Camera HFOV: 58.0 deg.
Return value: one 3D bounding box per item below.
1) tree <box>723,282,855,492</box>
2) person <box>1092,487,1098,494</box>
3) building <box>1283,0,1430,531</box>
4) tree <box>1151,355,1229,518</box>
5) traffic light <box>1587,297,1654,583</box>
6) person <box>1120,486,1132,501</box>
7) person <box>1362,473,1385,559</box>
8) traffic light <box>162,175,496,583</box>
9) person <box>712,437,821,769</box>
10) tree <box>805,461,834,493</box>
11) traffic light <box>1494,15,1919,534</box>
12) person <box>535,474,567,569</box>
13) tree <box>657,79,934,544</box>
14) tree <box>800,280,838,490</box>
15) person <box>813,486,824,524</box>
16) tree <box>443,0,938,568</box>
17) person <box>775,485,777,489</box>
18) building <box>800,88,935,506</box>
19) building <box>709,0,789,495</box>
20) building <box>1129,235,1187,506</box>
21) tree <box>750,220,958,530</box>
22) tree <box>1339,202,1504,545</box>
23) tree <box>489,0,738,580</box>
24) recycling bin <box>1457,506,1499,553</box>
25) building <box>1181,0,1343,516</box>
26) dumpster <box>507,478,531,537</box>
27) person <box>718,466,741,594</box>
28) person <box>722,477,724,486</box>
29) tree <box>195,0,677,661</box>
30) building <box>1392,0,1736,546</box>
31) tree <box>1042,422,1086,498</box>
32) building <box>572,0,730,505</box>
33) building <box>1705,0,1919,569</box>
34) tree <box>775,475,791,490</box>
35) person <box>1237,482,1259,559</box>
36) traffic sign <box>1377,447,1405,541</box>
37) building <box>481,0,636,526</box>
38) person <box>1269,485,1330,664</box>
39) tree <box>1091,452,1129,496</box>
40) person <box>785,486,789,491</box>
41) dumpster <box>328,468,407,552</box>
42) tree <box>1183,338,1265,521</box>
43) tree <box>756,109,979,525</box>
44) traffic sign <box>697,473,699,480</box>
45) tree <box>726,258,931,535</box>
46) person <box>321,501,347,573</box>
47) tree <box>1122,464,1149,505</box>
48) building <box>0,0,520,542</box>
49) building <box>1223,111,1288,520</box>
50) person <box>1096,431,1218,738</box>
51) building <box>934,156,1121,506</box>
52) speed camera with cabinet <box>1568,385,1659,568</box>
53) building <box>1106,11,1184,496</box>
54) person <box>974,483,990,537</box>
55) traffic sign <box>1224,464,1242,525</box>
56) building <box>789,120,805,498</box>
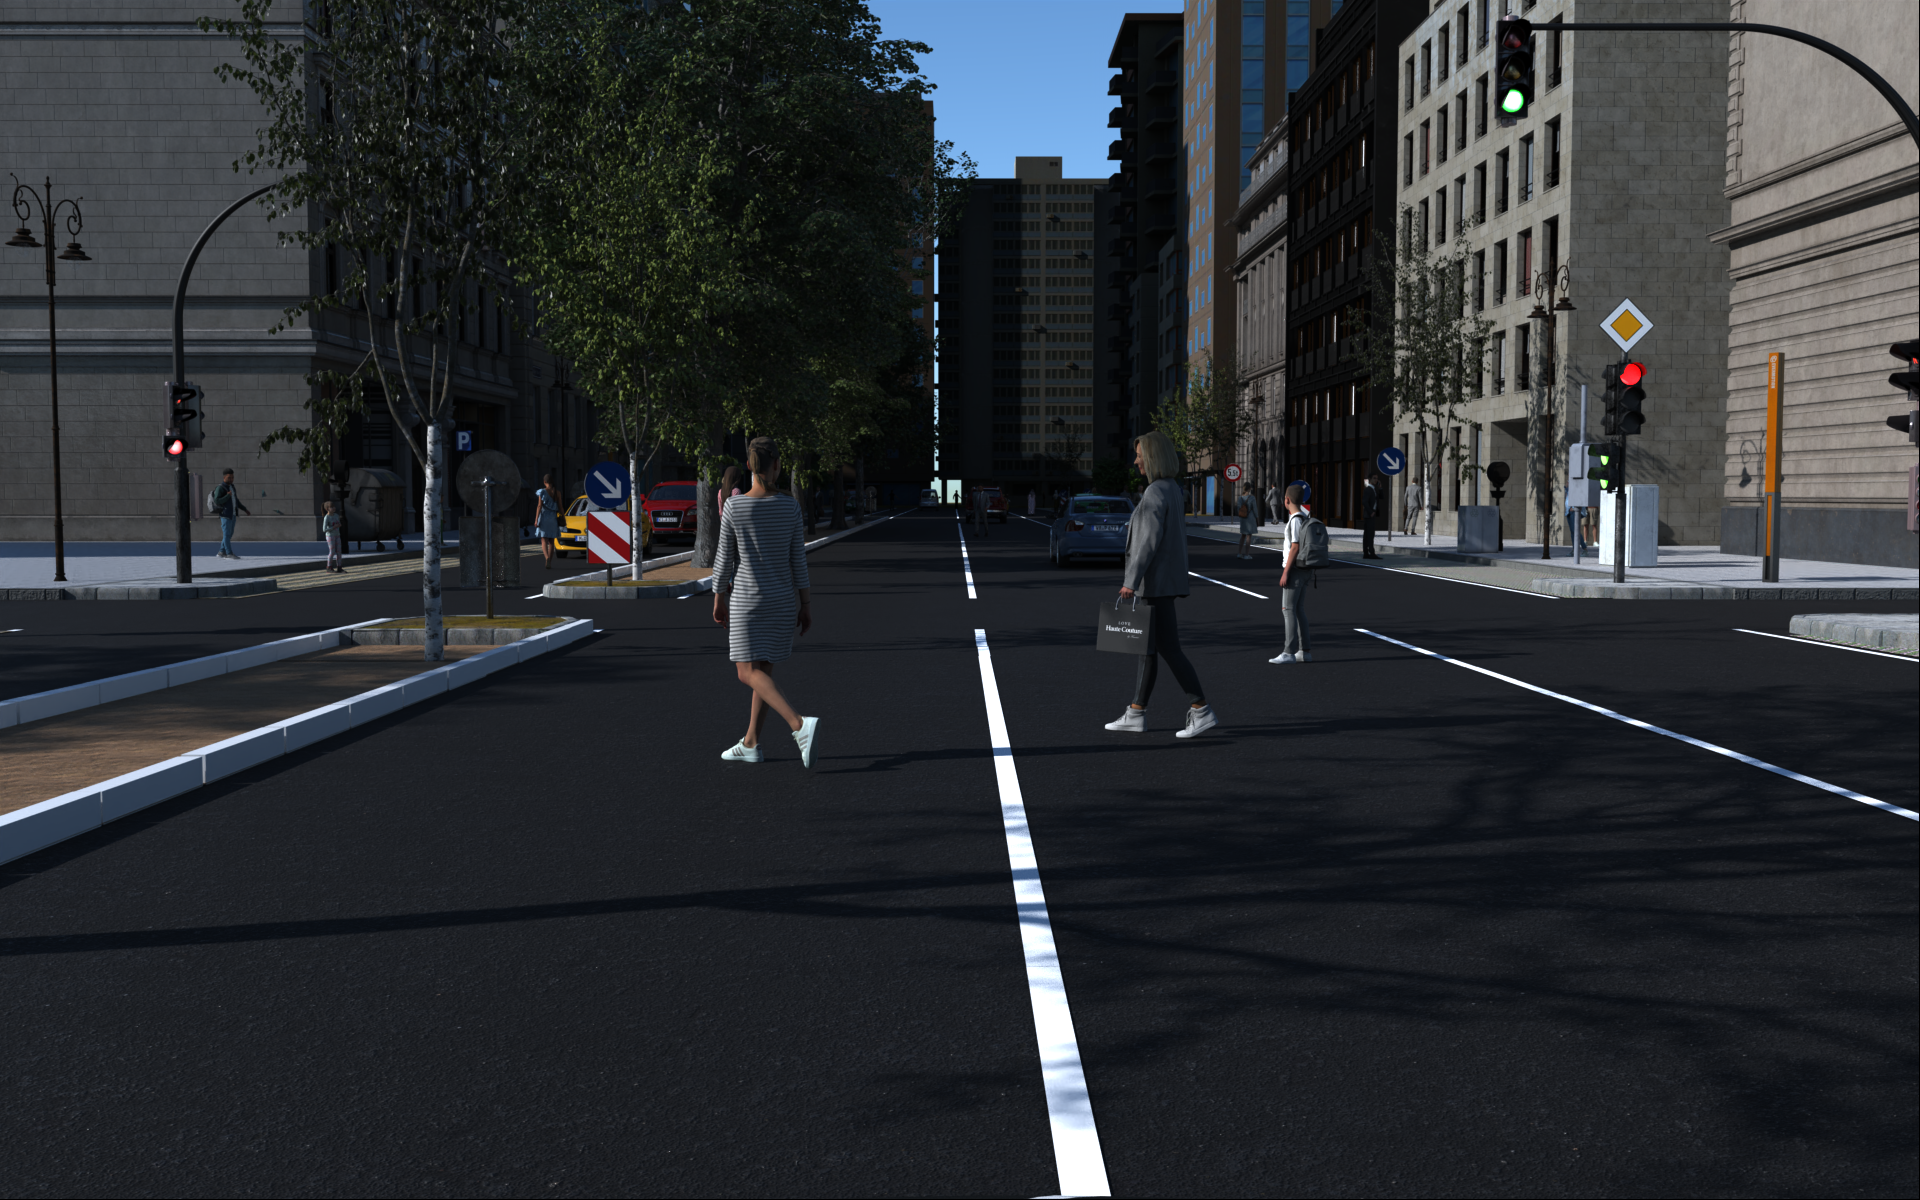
[{"bbox_3d":[-5.038,-6.191,54.047,4.360,8.622,3.978,0,3,0],"label":"tree"},{"bbox_3d":[7.387,-5.252,94.555,0.709,1.800,0.728,0,4,-1],"label":"person"},{"bbox_3d":[20.359,-14.536,67.350,12.332,23.373,15.834,0,4,0],"label":"building"},{"bbox_3d":[12.475,-8.683,92.327,4.737,8.622,4.395,0,3,0],"label":"tree"},{"bbox_3d":[9.507,-2.202,24.917,0.839,4.253,0.868,0,4,0],"label":"traffic light"},{"bbox_3d":[6.956,-3.907,72.647,0.520,1.790,0.573,1,4,11],"label":"person"},{"bbox_3d":[9.075,-1.844,38.004,0.474,1.900,0.648,1,4,16],"label":"person"},{"bbox_3d":[-9.063,-3.070,24.866,4.771,5.953,1.251,0,4,0],"label":"traffic light"},{"bbox_3d":[-0.991,0.009,9.103,0.760,1.731,0.466,3,4,36],"label":"person"},{"bbox_3d":[-13.795,-11.225,167.245,4.285,4.588,4.351,0,3,0],"label":"tree"},{"bbox_3d":[7.445,-2.576,16.782,4.771,5.953,1.251,0,4,0],"label":"traffic light"},{"bbox_3d":[-7.797,-1.493,33.004,0.616,1.811,0.778,-1,4,-19],"label":"person"},{"bbox_3d":[-4.604,-7.788,47.917,7.486,12.596,7.792,0,3,0],"label":"tree"},{"bbox_3d":[-4.907,-5.429,41.583,4.737,8.622,4.395,0,3,0],"label":"tree"},{"bbox_3d":[-6.740,-4.515,82.280,0.622,1.834,0.822,1,4,14],"label":"person"},{"bbox_3d":[-4.888,-7.595,33.285,9.857,13.997,8.962,0,3,0],"label":"tree"},{"bbox_3d":[-8.628,-4.449,81.050,0.447,1.846,0.655,-1,4,-20],"label":"person"},{"bbox_3d":[-10.005,-33.227,193.369,14.200,45.320,14.600,0,4,0],"label":"building"},{"bbox_3d":[-27.343,-44.213,161.133,20.611,71.187,20.563,0,4,0],"label":"building"},{"bbox_3d":[27.997,-17.439,130.159,27.650,21.520,28.899,0,4,0],"label":"building"},{"bbox_3d":[-4.886,-9.165,69.308,9.611,12.733,9.660,0,3,0],"label":"tree"},{"bbox_3d":[11.672,-5.681,43.239,4.360,8.622,3.978,0,3,0],"label":"tree"},{"bbox_3d":[-4.848,-4.463,25.787,4.737,8.622,4.395,0,3,0],"label":"tree"},{"bbox_3d":[11.291,-1.541,37.753,0.722,1.027,0.722,0,4,1],"label":"recycling bin"},{"bbox_3d":[21.719,-27.999,107.900,14.600,45.320,14.200,0,4,0],"label":"building"},{"bbox_3d":[-13.482,-2.774,51.110,1.264,1.857,1.865,0,3,0],"label":"dumpster"},{"bbox_3d":[-3.157,-0.974,24.429,0.555,1.821,0.388,2,4,31],"label":"person"},{"bbox_3d":[-4.699,-1.578,34.488,0.709,1.800,0.728,3,4,36],"label":"person"},{"bbox_3d":[-4.524,-3.792,14.824,4.360,8.622,3.978,0,3,0],"label":"tree"},{"bbox_3d":[20.119,-11.988,50.754,10.420,20.320,16.860,0,4,0],"label":"building"},{"bbox_3d":[10.766,-13.705,174.431,4.360,8.622,3.978,0,3,0],"label":"tree"},{"bbox_3d":[-28.170,-30.280,114.692,23.786,49.044,30.456,0,4,0],"label":"building"},{"bbox_3d":[25.618,-12.413,31.832,19.941,23.489,11.050,0,4,0],"label":"building"},{"bbox_3d":[-14.746,-9.266,146.104,1.663,3.219,1.824,0,3,0],"label":"tree"},{"bbox_3d":[6.319,-1.753,38.167,0.512,1.701,0.522,2,4,32],"label":"person"},{"bbox_3d":[11.713,-2.876,47.133,0.768,2.556,0.104,0,4,2],"label":"traffic sign"},{"bbox_3d":[-22.824,-17.295,80.040,12.463,27.353,25.104,0,4,0],"label":"building"},{"bbox_3d":[2.857,-0.223,14.735,0.523,1.515,0.503,0,4,-4],"label":"person"},{"bbox_3d":[11.623,-9.224,134.534,4.285,4.588,4.351,0,3,0],"label":"tree"},{"bbox_3d":[-9.011,-5.005,90.106,0.755,1.850,0.659,0,4,0],"label":"person"},{"bbox_3d":[-13.326,-2.029,38.937,1.264,1.857,1.865,0,4,0],"label":"dumpster"},{"bbox_3d":[12.526,-8.098,82.758,4.360,8.622,3.978,0,3,0],"label":"tree"},{"bbox_3d":[-5.913,-13.631,81.212,12.611,20.169,13.585,0,3,0],"label":"tree"},{"bbox_3d":[-13.301,-5.501,90.041,0.768,2.556,0.104,0,4,7],"label":"traffic sign"},{"bbox_3d":[-5.169,-7.573,60.682,8.767,10.594,7.601,0,4,0],"label":"tree"},{"bbox_3d":[-11.276,-1.129,31.242,0.394,1.301,0.425,0,4,6],"label":"person"},{"bbox_3d":[11.227,-7.192,112.182,1.663,3.219,1.824,0,3,0],"label":"tree"},{"bbox_3d":[-21.818,-12.025,47.511,10.553,20.767,40.483,0,4,0],"label":"building"},{"bbox_3d":[21.848,-15.074,88.260,13.314,21.916,24.055,0,4,0],"label":"building"},{"bbox_3d":[1.164,-0.094,10.217,0.728,1.800,0.709,2,4,23],"label":"person"},{"bbox_3d":[9.060,-31.200,201.995,23.993,40.220,32.217,0,4,0],"label":"building"},{"bbox_3d":[11.648,-2.235,30.882,0.660,3.252,2.038,-1,4,-11],"label":"speed camera with cabinet"},{"bbox_3d":[24.972,-30.808,158.336,22.147,44.769,28.867,0,4,0],"label":"building"},{"bbox_3d":[0.730,-3.029,58.299,0.678,1.792,0.850,1,4,23],"label":"person"},{"bbox_3d":[11.365,-4.411,72.233,0.768,2.556,0.104,0,4,2],"label":"traffic sign"},{"bbox_3d":[-27.916,-35.020,196.278,21.600,48.544,21.300,0,4,0],"label":"building"}]
